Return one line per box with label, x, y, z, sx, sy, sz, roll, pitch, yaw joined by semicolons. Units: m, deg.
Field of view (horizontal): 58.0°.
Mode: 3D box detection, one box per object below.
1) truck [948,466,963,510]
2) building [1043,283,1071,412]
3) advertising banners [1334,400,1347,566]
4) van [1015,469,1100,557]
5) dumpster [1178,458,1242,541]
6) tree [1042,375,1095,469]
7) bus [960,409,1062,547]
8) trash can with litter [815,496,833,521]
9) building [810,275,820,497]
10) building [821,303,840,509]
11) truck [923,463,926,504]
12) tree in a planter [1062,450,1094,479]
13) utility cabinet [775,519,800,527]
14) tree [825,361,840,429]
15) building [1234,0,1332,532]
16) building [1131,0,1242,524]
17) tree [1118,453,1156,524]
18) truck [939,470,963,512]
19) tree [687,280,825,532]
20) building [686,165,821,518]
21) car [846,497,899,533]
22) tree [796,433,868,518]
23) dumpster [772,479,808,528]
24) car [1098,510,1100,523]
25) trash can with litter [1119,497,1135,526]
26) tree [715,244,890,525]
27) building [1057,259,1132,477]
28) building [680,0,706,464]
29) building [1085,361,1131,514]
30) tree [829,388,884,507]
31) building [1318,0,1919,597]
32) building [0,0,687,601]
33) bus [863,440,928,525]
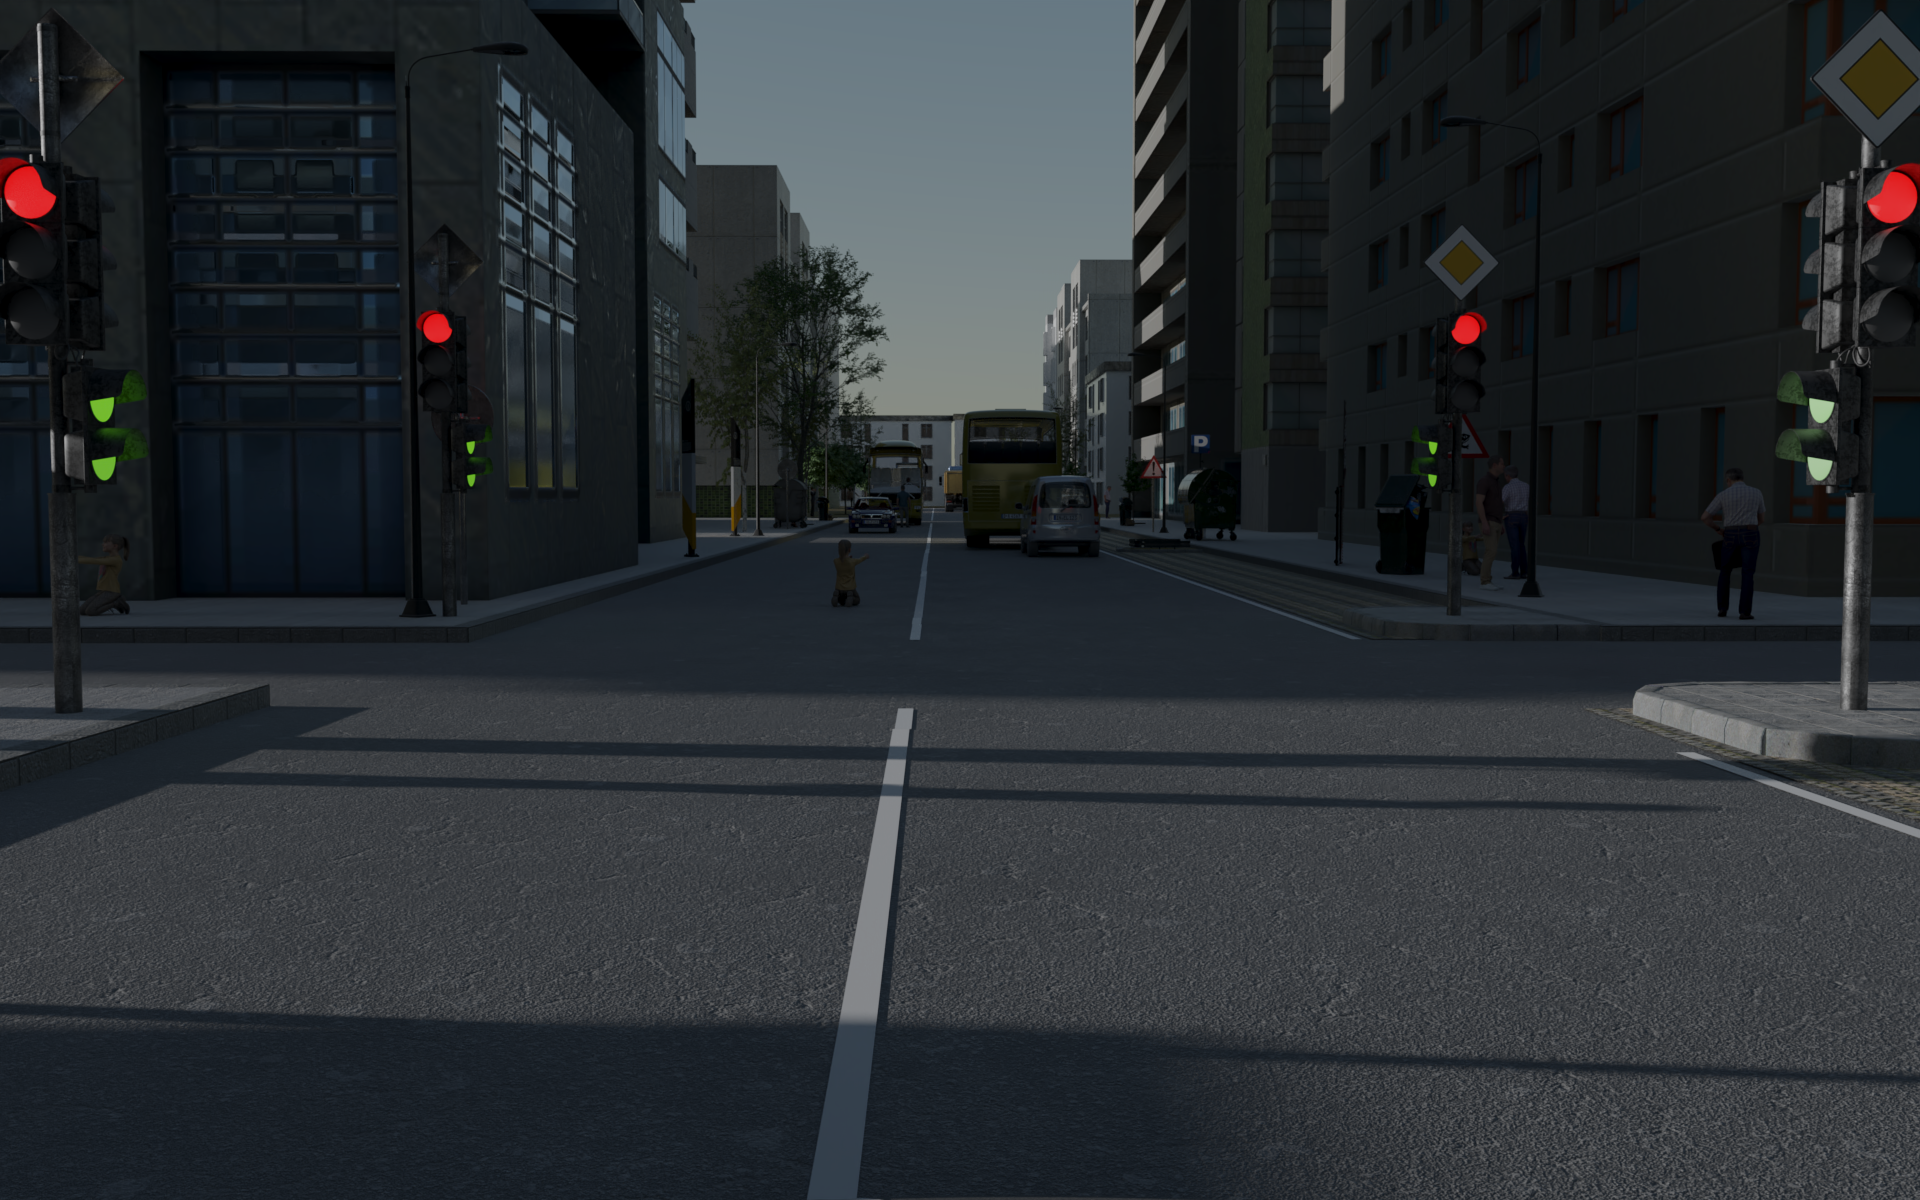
truck;0.230;-10.451;160.626;2.967;4.110;18.799;0;4;-2
building;15.870;-18.642;161.215;16.016;20.091;11.380;0;4;-1
advertising banners;6.997;-2.176;31.772;0.090;3.025;2.074;1;4;17
van;2.325;-2.064;40.764;2.013;2.044;4.112;0;4;-1
dumpster;6.937;-2.792;48.143;1.502;2.255;1.985;0;4;-1
tree;6.372;-9.636;107.914;4.360;8.622;3.978;0;3;0
bus;1.376;-3.559;49.739;2.896;3.916;12.252;0;4;1
trash can with litter;-6.512;-4.397;83.276;0.624;1.170;1.055;1;4;20
building;-18.529;-16.754;130.354;16.016;20.091;11.380;0;4;-1
building;-27.197;-17.798;157.458;31.486;18.905;16.747;0;4;-1
truck;-4.555;-10.245;156.417;2.839;4.237;11.283;0;4;-2
tree in a planter;4.524;-4.470;70.303;1.991;3.239;1.994;0;4;-1
utility cabinet;-6.734;-3.477;68.018;1.020;1.237;0.306;-1;4;-23
tree;-7.718;-8.193;84.314;4.737;8.622;4.395;0;3;0
building;17.232;-23.247;63.688;14.154;41.232;14.086;0;4;-1
building;20.047;-28.039;82.134;21.300;48.544;21.600;0;4;-1
tree;7.347;-4.862;74.095;1.663;3.219;1.824;0;3;0
truck;0.024;-8.850;140.625;3.469;3.379;9.791;0;4;-1
tree;-7.597;-6.640;58.930;4.737;8.622;4.395;0;3;0
building;-18.408;-14.834;108.998;16.747;18.905;31.486;0;4;-1
car;-3.222;-3.159;64.236;1.945;1.354;3.894;0;4;-1
tree;-7.216;-6.637;92.228;4.285;4.588;4.351;0;3;0
dumpster;-6.407;-3.640;65.275;1.264;1.857;1.865;0;4;-1
car;4.358;-3.417;66.099;2.015;1.641;3.980;0;4;-1
trash can with litter;6.782;-3.559;69.570;0.624;1.170;1.055;-1;4;-16
tree;-6.531;-8.922;71.632;9.928;11.665;9.643;0;3;0
building;17.272;-16.687;139.288;16.747;18.905;31.486;0;4;-1
building;-25.868;-29.504;71.629;28.713;52.752;27.495;0;4;-1
building;13.650;-10.248;109.697;9.099;9.664;28.070;0;4;-1
tree;-7.375;-10.417;120.679;4.360;8.622;3.978;0;3;0
building;24.788;-11.611;34.879;28.899;21.520;27.650;0;4;-1
building;-17.050;-44.090;33.540;22.319;86.520;31.000;0;4;-1
bus;-3.060;-5.603;83.150;2.896;3.916;12.252;0;4;-2
